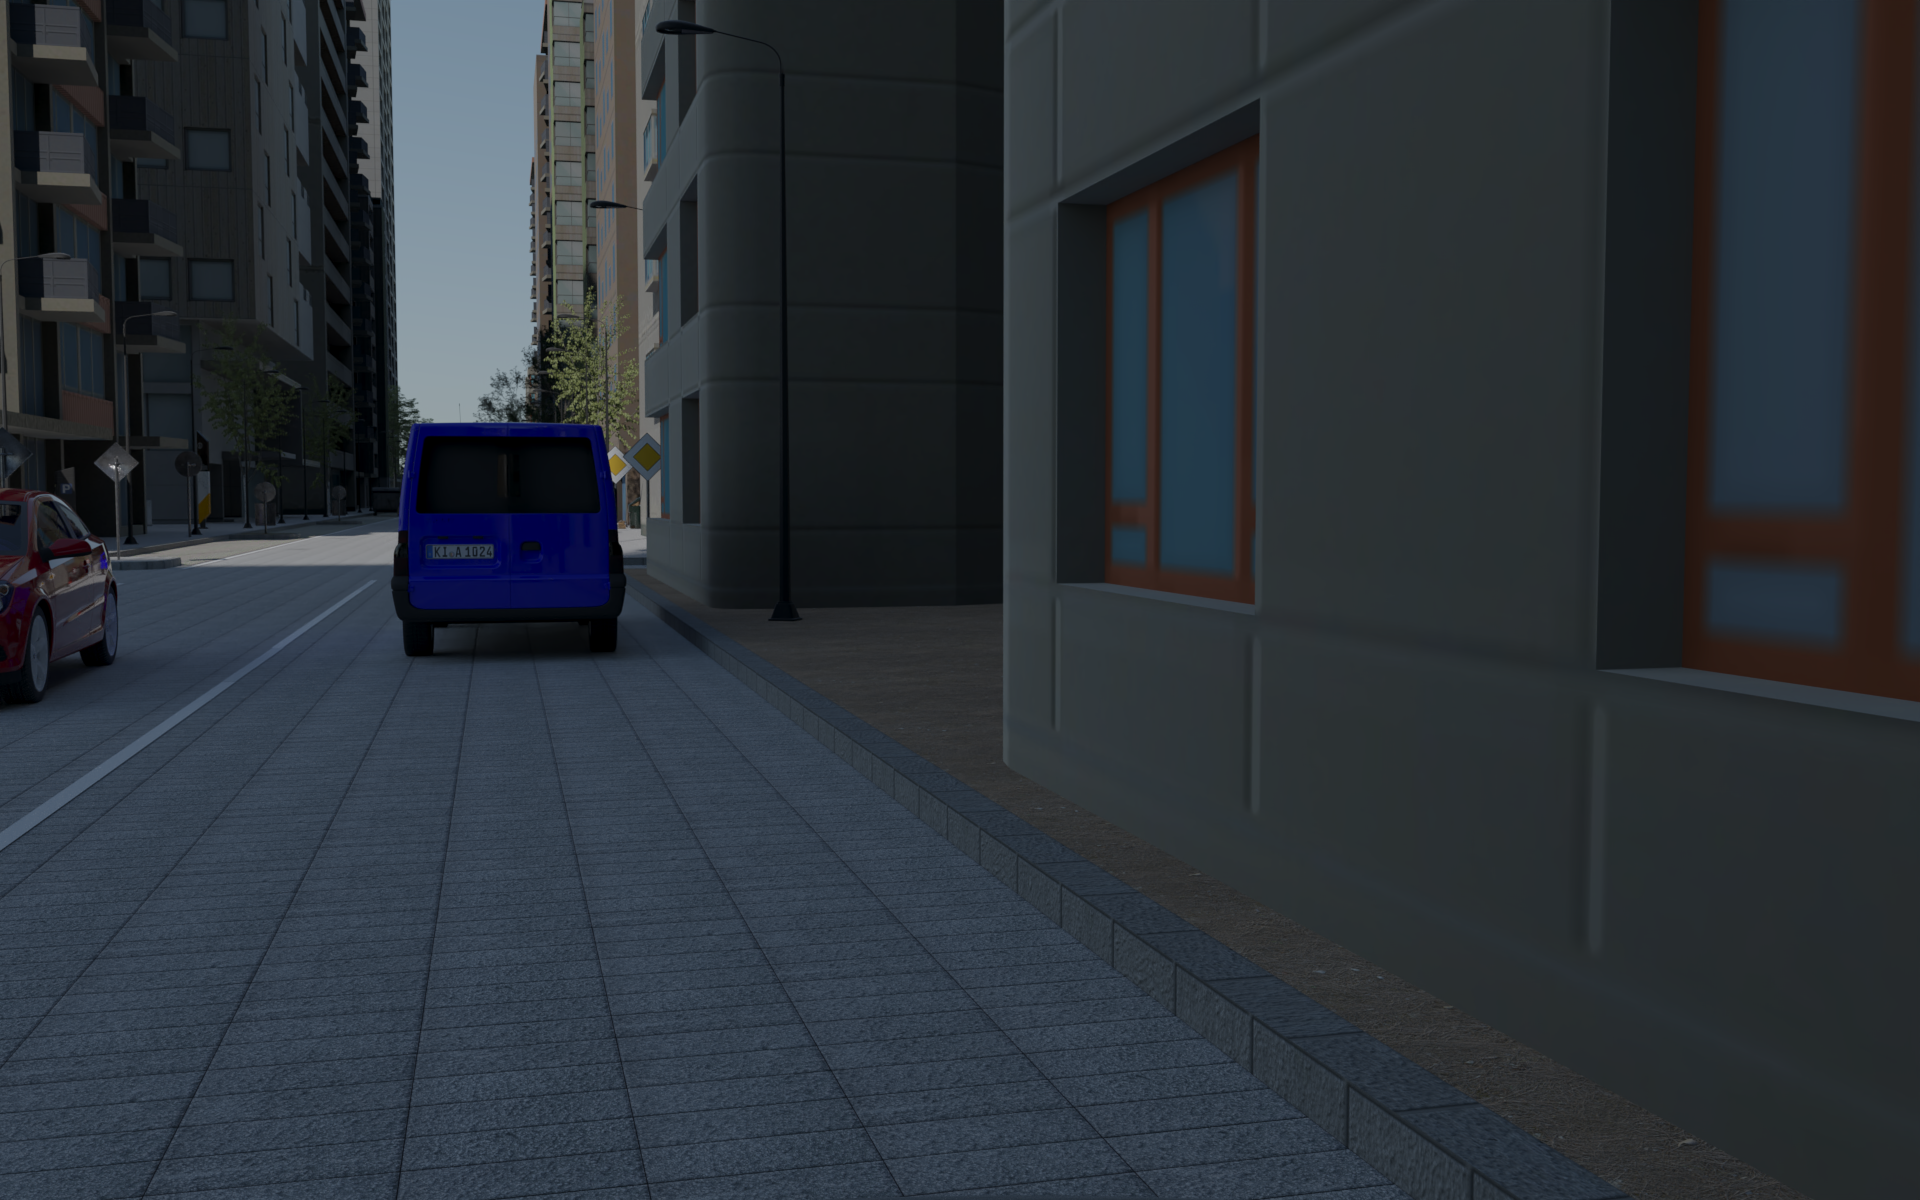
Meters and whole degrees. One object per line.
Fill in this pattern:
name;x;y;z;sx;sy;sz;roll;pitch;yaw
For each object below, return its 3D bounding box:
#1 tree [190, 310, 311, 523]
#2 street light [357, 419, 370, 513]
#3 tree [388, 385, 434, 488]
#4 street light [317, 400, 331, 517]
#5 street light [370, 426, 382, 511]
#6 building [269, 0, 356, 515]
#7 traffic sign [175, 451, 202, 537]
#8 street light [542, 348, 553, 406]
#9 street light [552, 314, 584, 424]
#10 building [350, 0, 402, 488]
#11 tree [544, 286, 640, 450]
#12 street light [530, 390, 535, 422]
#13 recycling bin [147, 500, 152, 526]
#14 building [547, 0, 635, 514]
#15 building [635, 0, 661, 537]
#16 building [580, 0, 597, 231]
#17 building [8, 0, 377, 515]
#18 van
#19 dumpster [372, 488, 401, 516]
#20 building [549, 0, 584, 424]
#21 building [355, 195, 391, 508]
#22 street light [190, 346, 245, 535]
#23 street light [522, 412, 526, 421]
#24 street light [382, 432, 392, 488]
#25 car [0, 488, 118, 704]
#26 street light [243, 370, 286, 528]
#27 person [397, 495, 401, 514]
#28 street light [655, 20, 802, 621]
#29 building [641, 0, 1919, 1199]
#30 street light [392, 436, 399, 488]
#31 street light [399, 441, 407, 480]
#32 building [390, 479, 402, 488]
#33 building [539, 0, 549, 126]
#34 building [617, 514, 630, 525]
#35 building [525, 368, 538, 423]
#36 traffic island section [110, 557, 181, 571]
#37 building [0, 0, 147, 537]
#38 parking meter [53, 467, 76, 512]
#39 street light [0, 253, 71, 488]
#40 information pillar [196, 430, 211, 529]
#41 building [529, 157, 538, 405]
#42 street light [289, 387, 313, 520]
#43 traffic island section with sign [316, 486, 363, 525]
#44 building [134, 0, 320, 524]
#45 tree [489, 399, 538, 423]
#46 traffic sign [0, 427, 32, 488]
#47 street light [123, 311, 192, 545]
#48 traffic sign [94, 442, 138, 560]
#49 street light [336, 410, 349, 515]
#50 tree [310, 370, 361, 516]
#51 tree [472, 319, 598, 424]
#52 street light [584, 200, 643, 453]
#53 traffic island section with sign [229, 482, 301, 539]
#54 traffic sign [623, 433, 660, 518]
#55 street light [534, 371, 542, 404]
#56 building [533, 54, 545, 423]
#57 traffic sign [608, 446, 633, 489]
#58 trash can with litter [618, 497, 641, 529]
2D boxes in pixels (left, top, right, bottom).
tree;-28.554;-7.267;69.180;4.737;8.622;4.395;0;3;0
street light;-37.722;-8.270;107.751;1.470;5.913;1.316;-1;4;-15
tree;-59.112;-16.011;179.902;7.486;12.596;7.792;0;3;0
street light;-31.819;-6.916;85.626;1.470;5.913;1.316;-1;4;-15
street light;-40.505;-8.918;118.356;1.470;5.913;1.316;-1;4;-15
building;-51.916;-29.915;112.811;21.300;48.544;21.600;-1;4;-15
traffic sign;-22.900;-3.139;51.425;0.768;2.556;0.104;-1;4;-9
street light;-12.447;-5.059;55.259;1.470;5.913;1.316;-1;4;-15
street light;-9.689;-4.423;44.865;1.470;5.913;1.316;-1;4;-15
building;-85.595;-48.793;236.013;20.563;71.187;20.611;-1;4;-15
tree;-13.080;-6.857;62.476;4.737;8.622;4.395;0;3;0
street light;-18.214;-6.383;76.904;1.470;5.913;1.316;-1;4;-15
recycling bin;-32.730;-3.452;68.989;0.722;1.027;0.722;1;4;17
building;-24.411;-29.602;134.097;14.600;45.320;14.200;-1;4;-15
building;1.336;-26.129;50.913;21.600;48.544;21.300;-1;4;-15
building;-15.646;-20.341;104.284;14.160;30.474;14.107;-1;4;-15
building;-59.039;-29.564;137.989;22.147;44.769;28.867;-1;4;-15
van;-4.434;-0.778;17.107;2.240;2.365;5.245;-1;4;-14
dumpster;-37.656;-6.455;113.757;1.865;1.857;1.264;-1;4;-16
building;-20.994;-26.665;119.574;14.154;41.232;14.086;-1;4;-15
building;-60.736;-23.759;160.168;14.160;30.474;14.107;-1;4;-15
street light;-23.515;-5.010;54.454;1.470;5.913;1.316;-1;4;-15
street light;-23.801;-7.653;97.672;1.470;5.913;1.316;-1;4;-15
street light;-43.284;-9.554;128.744;1.470;5.913;1.316;-1;4;-15
car;-7.551;-0.235;12.890;2.155;1.783;4.494;-1;4;-17
street light;-26.170;-5.647;64.875;1.470;5.913;1.316;-1;4;-15
person;-29.716;-5.109;92.526;0.515;1.767;0.782;2;4;31
street light;-2.300;-2.737;17.287;1.470;5.913;1.316;-1;4;-15
building;12.044;-10.505;16.790;27.650;21.520;28.899;-1;4;-15
street light;-46.113;-10.188;139.118;1.470;5.913;1.316;-1;4;-15
street light;-49.162;-10.891;150.601;1.470;5.913;1.316;-1;4;-15
building;-80.098;-30.712;194.022;32.217;40.220;23.993;-1;4;-15
building;-26.117;-30.659;155.903;22.147;44.769;28.867;-1;4;-15
building;-9.169;-26.205;78.565;14.600;45.320;14.200;-1;4;-15
building;-49.017;-24.962;253.172;27.650;21.520;28.899;-1;4;-15
traffic island section;-16.437;-0.704;33.795;2.009;0.180;2.903;-1;4;-15
building;-33.176;-23.791;43.605;22.147;44.769;28.867;-1;4;-15
parking meter;-19.532;-1.962;37.792;0.399;1.863;0.255;-3;4;-39
street light;-17.823;-3.722;33.392;1.470;5.913;1.316;-1;4;-15
information pillar;-27.829;-4.425;63.707;0.504;3.616;0.183;1;4;17
building;-44.023;-34.822;223.956;22.147;44.769;28.867;-1;4;-15
street light;-28.968;-6.282;75.257;1.470;5.913;1.316;-1;4;-15
traffic island section with sign;-29.198;-4.460;81.552;1.989;1.847;2.006;-1;4;-15
building;-45.986;-30.080;81.047;28.713;52.752;27.495;-1;4;-15
tree;-47.223;-16.104;189.060;9.928;11.665;9.643;0;3;0
traffic sign;-14.358;-1.369;26.023;0.795;2.450;0.064;-1;4;-15
street light;-20.602;-4.375;44.077;1.470;5.913;1.316;-1;4;-15
traffic sign;-16.416;-1.841;33.739;0.795;2.450;0.064;-1;4;-15
street light;-34.650;-7.551;96.000;1.470;5.913;1.316;-1;4;-15
tree;-37.648;-9.299;102.405;4.737;8.622;4.395;0;3;0
tree;-21.612;-9.621;91.712;8.767;10.594;7.601;-1;4;-14
street light;-5.168;-3.373;27.697;1.470;5.913;1.316;-1;4;-15
traffic island section with sign;-22.246;-2.867;55.506;1.989;1.847;2.006;-1;4;-15
traffic sign;-5.130;-1.518;28.454;0.795;2.450;0.064;-1;4;-15
street light;-15.235;-5.696;65.678;1.470;5.913;1.316;-1;4;-15
building;-35.737;-32.147;175.706;14.600;45.320;14.200;-1;4;-15
traffic sign;-7.188;-1.989;36.171;0.795;2.450;0.064;-1;4;-15
trash can with litter;-12.166;-3.204;63.778;1.055;1.170;0.624;-1;4;-19
